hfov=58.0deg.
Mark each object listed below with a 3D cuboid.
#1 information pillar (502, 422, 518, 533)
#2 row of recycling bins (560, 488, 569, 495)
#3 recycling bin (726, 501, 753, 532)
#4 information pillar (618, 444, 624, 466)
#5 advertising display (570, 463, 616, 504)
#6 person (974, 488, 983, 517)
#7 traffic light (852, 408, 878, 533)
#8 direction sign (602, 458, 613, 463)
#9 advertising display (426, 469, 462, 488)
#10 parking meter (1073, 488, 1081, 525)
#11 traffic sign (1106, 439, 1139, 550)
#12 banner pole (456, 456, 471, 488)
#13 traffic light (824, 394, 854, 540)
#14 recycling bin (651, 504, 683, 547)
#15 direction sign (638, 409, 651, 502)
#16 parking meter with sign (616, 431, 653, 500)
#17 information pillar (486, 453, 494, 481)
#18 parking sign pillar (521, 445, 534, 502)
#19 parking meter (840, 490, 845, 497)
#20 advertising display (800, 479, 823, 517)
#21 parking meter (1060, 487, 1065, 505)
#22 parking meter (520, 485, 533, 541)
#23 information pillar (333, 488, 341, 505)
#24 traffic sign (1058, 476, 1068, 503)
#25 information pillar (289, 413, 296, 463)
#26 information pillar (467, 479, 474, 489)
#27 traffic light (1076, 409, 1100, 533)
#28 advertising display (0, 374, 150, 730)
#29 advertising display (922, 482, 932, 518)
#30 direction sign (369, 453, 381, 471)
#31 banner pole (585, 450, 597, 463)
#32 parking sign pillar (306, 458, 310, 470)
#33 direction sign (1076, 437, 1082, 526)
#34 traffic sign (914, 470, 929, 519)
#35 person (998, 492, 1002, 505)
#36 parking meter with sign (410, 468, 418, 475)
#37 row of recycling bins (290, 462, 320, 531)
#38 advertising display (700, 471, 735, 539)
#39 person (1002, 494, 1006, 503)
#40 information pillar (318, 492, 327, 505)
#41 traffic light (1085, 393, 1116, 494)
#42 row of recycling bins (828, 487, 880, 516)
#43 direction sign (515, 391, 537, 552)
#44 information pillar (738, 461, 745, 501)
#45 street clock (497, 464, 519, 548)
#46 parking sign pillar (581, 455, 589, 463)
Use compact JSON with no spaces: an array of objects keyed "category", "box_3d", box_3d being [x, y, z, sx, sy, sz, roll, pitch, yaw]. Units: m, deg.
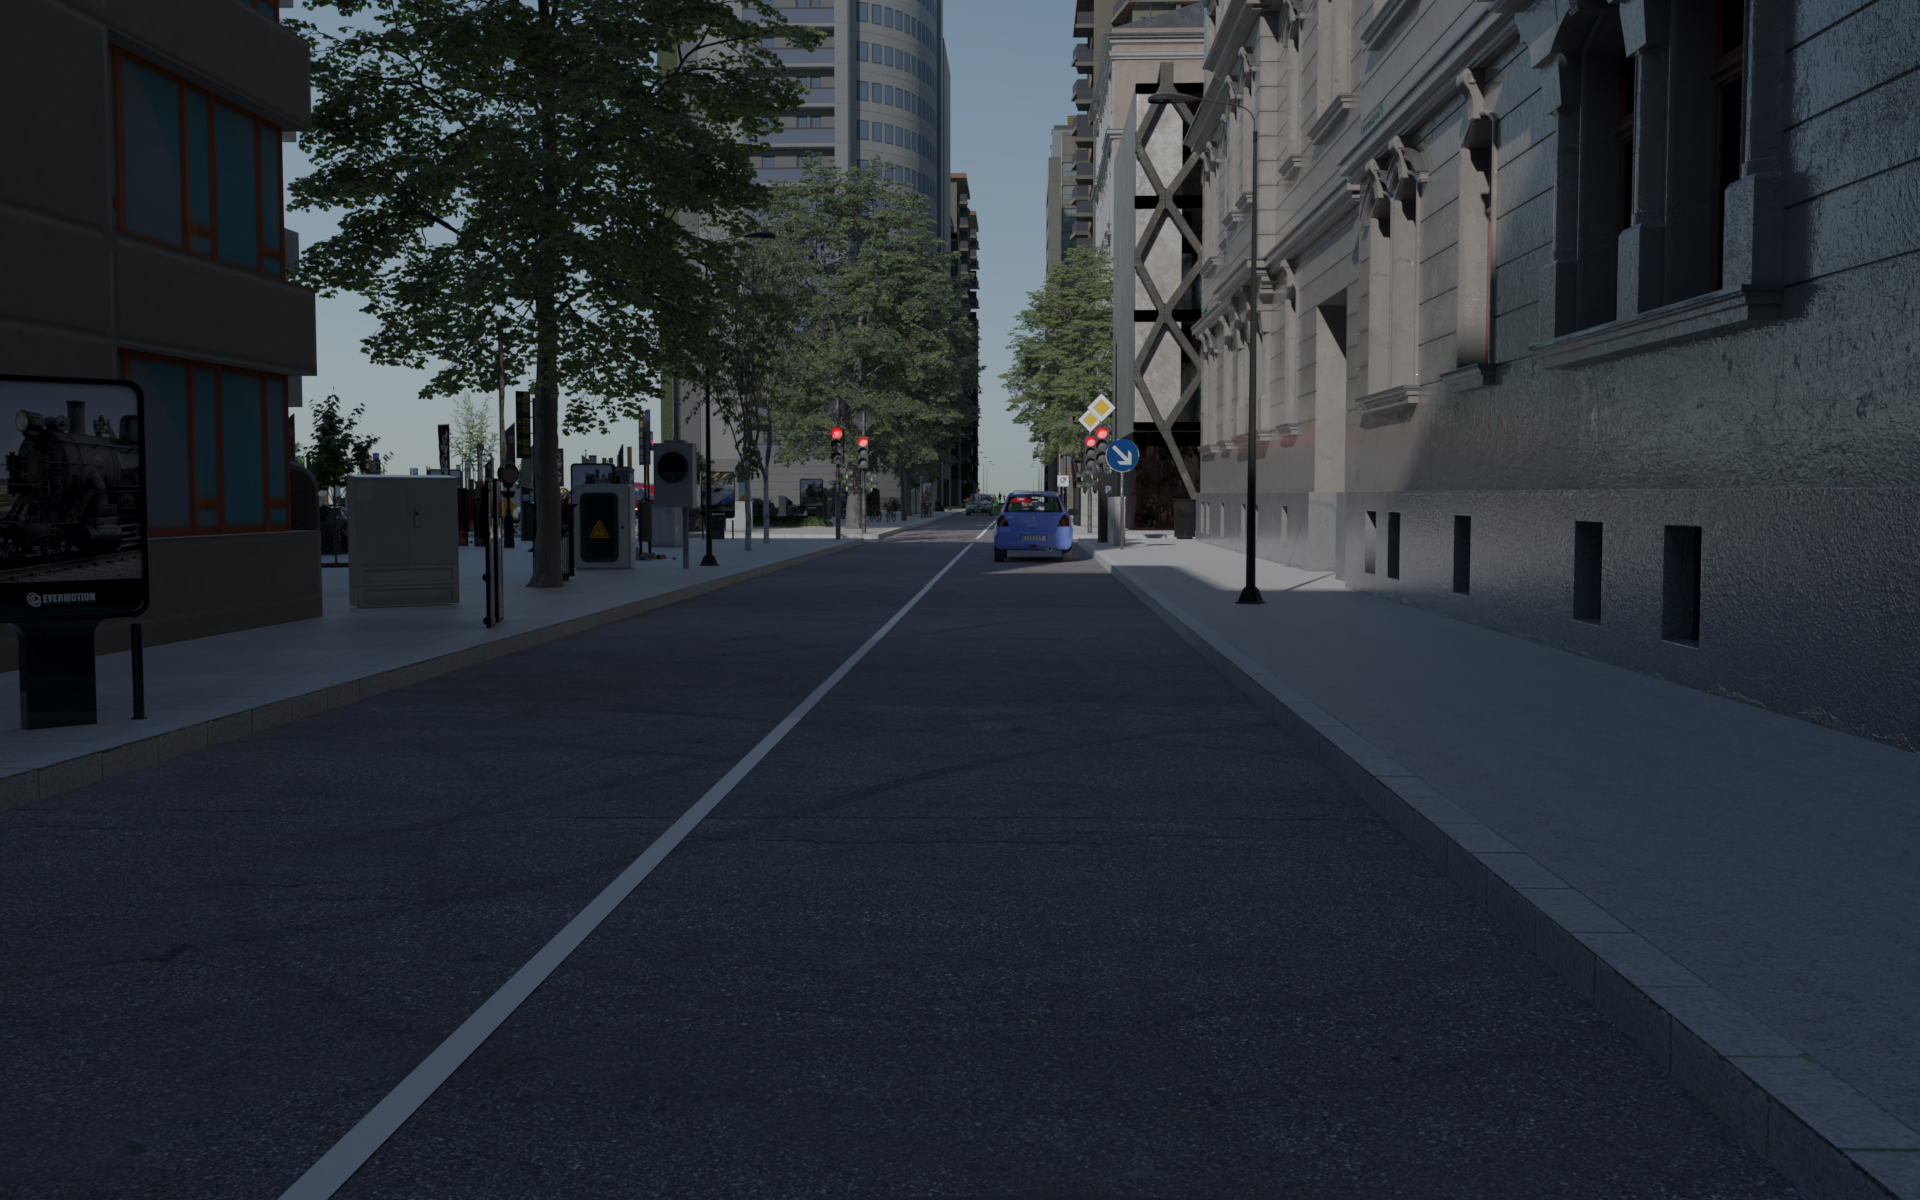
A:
[{"category":"information pillar","box_3d":[-14.692,-3.981,56.438,0.504,3.616,0.183,-3,5,-44]},{"category":"row of recycling bins","box_3d":[-24.392,-6.403,111.796,3.534,1.692,1.069,1,4,19]},{"category":"recycling bin","box_3d":[-7.515,-2.837,58.941,0.722,1.027,0.722,-2,4,-27]},{"category":"information pillar","box_3d":[-15.829,-5.480,80.952,0.183,3.616,0.504,1,4,11]},{"category":"advertising display","box_3d":[-7.611,-1.881,35.971,0.974,1.923,0.123,1,4,14]},{"category":"person","box_3d":[1.178,-6.077,108.092,0.641,1.798,0.478,0,4,-5]},{"category":"traffic light","box_3d":[-3.134,-4.149,56.757,0.839,4.253,0.868,0,4,2]},{"category":"direction sign","box_3d":[-21.911,-7.081,107.775,0.876,3.537,0.379,2,4,29]},{"category":"advertising display","box_3d":[-13.218,-2.399,44.444,0.123,1.923,0.974,3,5,41]},{"category":"parking meter","box_3d":[4.824,-3.829,71.016,0.372,1.533,0.369,0,3,0]},{"category":"traffic sign","box_3d":[3.747,-2.440,40.001,0.768,2.556,0.104,1,4,8]},{"category":"banner pole","box_3d":[-32.308,-7.536,113.226,0.863,3.779,0.401,1,4,17]},{"category":"traffic light","box_3d":[-3.422,-3.661,48.777,0.839,4.253,0.868,0,4,2]},{"category":"recycling bin","box_3d":[-7.156,-1.809,42.124,0.722,1.027,0.722,1,4,9]},{"category":"direction sign","box_3d":[-8.478,-3.340,46.605,0.379,3.537,0.876,-2,4,-29]},{"category":"parking meter with sign","box_3d":[-9.408,-3.163,47.971,1.738,3.016,0.543,1,4,11]},{"category":"information pillar","box_3d":[-26.433,-6.516,97.894,0.183,3.616,0.504,0,4,1]},{"category":"parking sign pillar","box_3d":[-22.727,-6.320,91.796,1.447,3.967,1.447,3,5,44]},{"category":"parking meter","box_3d":[-6.331,-5.153,92.667,0.372,1.533,0.369,0,3,0]},{"category":"advertising display","box_3d":[-6.165,-4.080,71.922,0.974,1.923,0.123,0,4,1]},{"category":"parking meter","box_3d":[6.782,-6.601,113.629,0.399,1.863,0.255,-2,4,-31]},{"category":"parking meter","box_3d":[-11.829,-2.381,47.345,0.372,1.533,0.369,0,3,0]},{"category":"information pillar","box_3d":[-36.602,-6.750,101.710,0.183,3.616,0.504,3,4,39]},{"category":"traffic sign","box_3d":[5.685,-5.710,95.490,0.606,2.300,0.079,0,4,8]},{"category":"information pillar","box_3d":[-19.507,-3.605,50.292,0.504,3.616,0.183,0,4,5]},{"category":"information pillar","box_3d":[-23.452,-4.805,83.057,0.304,2.012,0.304,-1,4,-22]},{"category":"traffic light","box_3d":[4.223,-4.134,56.508,0.839,4.253,0.868,0,4,2]},{"category":"advertising display","box_3d":[-4.975,-0.263,9.510,0.123,1.923,0.974,3,5,43]},{"category":"advertising display","box_3d":[-1.822,-5.431,94.012,0.123,1.923,0.974,2,4,29]},{"category":"direction sign","box_3d":[-32.339,-6.310,95.165,0.876,3.537,0.379,-2,4,-24]},{"category":"banner pole","box_3d":[-20.816,-6.573,97.486,0.863,3.779,0.401,-2,4,-27]},{"category":"parking sign pillar","box_3d":[-43.800,-7.865,117.062,1.447,3.967,1.447,0,4,-8]},{"category":"direction sign","box_3d":[4.858,-4.729,69.311,0.379,3.537,0.876,0,4,5]},{"category":"traffic sign","box_3d":[-2.028,-5.548,90.815,0.768,2.556,0.104,0,4,5]},{"category":"person","box_3d":[5.348,-13.606,231.876,0.541,1.710,0.530,-1,4,-16]},{"category":"parking meter with sign","box_3d":[-36.362,-7.366,116.696,0.543,3.016,1.738,1,4,11]},{"category":"row of recycling bins","box_3d":[-9.913,-0.908,21.957,3.534,1.692,1.069,0,4,-3]},{"category":"advertising display","box_3d":[-6.874,-2.688,49.168,0.974,1.923,0.123,-1,4,-15]},{"category":"person","box_3d":[6.985,-15.945,272.457,1.065,1.426,0.557,3,5,43]},{"category":"information pillar","box_3d":[-34.290,-6.218,93.025,0.504,3.616,0.183,-1,4,-9]},{"category":"traffic light","box_3d":[3.935,-3.646,48.528,0.839,4.253,0.868,0,4,2]},{"category":"row of recycling bins","box_3d":[-6.232,-5.806,102.045,3.534,1.692,1.069,-3,4,-37]},{"category":"direction sign","box_3d":[-9.405,-2.832,38.302,0.876,3.537,0.379,-3,5,-43]},{"category":"information pillar","box_3d":[-15.555,-8.059,123.114,0.504,3.616,0.183,-1,4,-17]},{"category":"street clock","box_3d":[-10.751,-2.243,41.245,0.358,2.002,0.471,3,5,43]},{"category":"parking sign pillar","box_3d":[-25.258,-7.973,118.824,1.447,3.967,1.447,-2,4,-29]}]
